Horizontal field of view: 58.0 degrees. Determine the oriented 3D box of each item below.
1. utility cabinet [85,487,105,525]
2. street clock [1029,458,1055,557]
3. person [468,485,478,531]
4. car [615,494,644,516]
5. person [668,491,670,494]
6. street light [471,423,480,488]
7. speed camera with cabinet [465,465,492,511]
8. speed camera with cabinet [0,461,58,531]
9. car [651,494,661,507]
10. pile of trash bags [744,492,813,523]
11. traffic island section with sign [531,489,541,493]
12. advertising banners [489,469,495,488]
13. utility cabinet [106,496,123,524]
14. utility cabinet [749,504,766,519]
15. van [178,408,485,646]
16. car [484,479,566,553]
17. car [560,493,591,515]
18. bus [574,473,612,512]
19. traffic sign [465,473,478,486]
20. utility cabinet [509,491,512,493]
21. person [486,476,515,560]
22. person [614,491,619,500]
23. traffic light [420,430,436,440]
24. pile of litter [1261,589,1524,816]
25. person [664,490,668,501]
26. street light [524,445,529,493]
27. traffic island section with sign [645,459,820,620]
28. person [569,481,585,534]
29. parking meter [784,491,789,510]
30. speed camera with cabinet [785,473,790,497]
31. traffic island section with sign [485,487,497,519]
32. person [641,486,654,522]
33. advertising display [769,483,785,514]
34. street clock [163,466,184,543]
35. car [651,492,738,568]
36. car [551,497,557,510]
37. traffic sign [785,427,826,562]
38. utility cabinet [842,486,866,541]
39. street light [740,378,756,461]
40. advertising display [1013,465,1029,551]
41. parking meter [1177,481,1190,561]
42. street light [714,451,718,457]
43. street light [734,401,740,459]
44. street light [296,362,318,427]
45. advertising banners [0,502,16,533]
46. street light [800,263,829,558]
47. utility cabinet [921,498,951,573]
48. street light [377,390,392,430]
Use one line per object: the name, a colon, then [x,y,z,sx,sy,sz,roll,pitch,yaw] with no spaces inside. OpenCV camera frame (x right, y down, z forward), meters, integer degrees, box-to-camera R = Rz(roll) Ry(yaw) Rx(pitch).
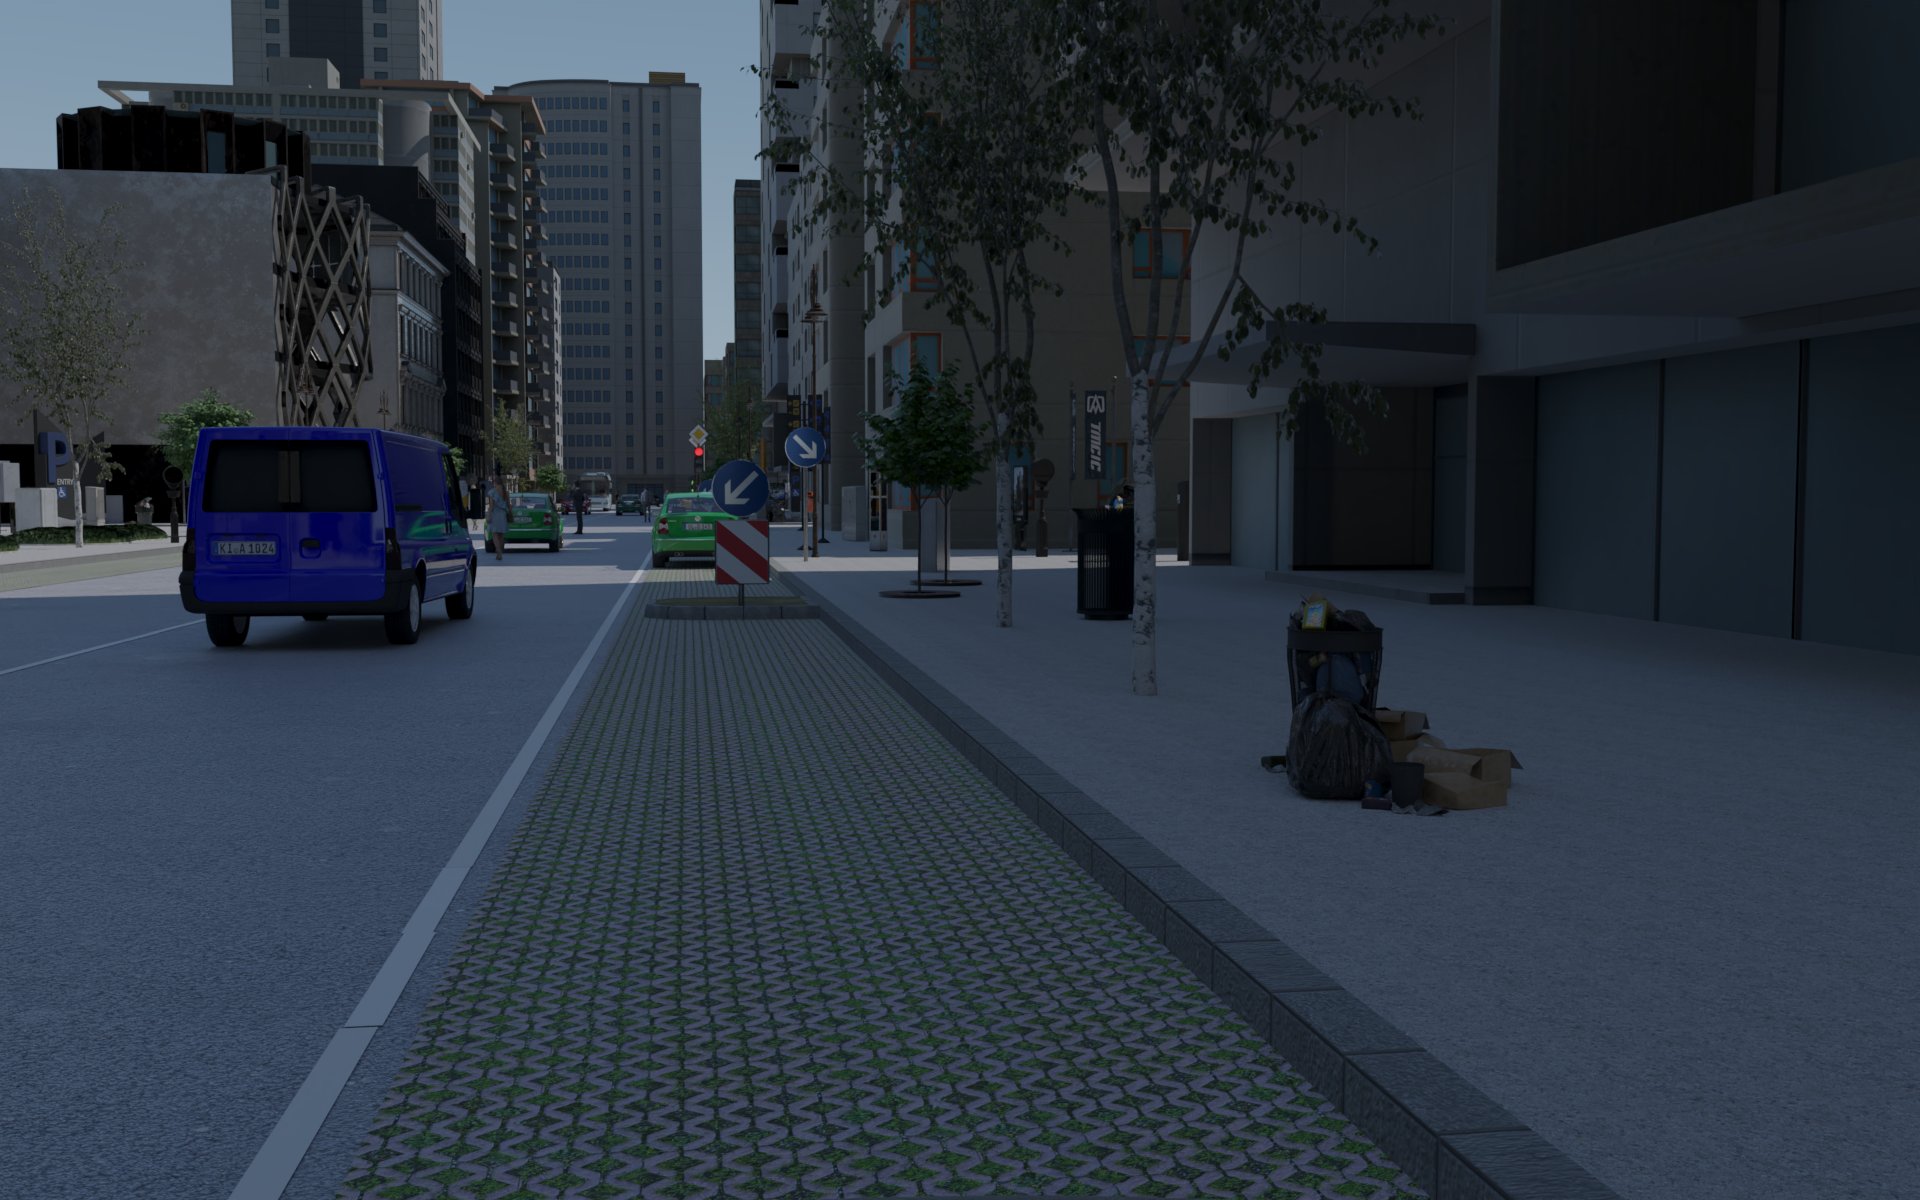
utility cabinet: [-26.238,-2.685,52.582,0.318,1.500,1.173,-1,4,-16]
street clock: [1.667,-1.875,35.234,0.471,2.002,0.358,-2,4,-24]
person: [-19.057,-3.621,68.060,0.694,1.780,0.624,2,4,29]
car: [-22.039,-6.371,115.956,2.131,1.459,4.920,0,4,-7]
person: [-35.536,-12.452,212.537,0.568,1.767,0.683,2,4,23]
street light: [-30.769,-8.397,110.071,0.468,5.910,1.993,-1,4,-9]
speed camera with cabinet: [-33.287,-7.670,119.747,2.038,3.252,0.660,2,4,29]
speed camera with cabinet: [-26.264,-3.311,48.466,2.038,3.252,0.660,1,4,20]
car: [-33.153,-10.788,186.173,2.009,1.686,4.222,-1,4,-10]
pile of trash bags: [-8.242,-4.178,78.064,3.447,1.369,1.912,0,4,-4]
traffic island section with sign: [-31.027,-7.236,126.940,1.989,1.847,2.006,-1,4,-9]
advertising banners: [-31.925,-7.545,119.548,0.090,3.025,2.074,0,4,2]
utility cabinet: [-36.983,-3.924,75.320,1.020,1.237,0.306,-2,4,-32]
utility cabinet: [-7.198,-3.229,61.470,0.318,1.500,1.173,1,4,9]
van: [-6.332,-0.835,18.042,2.240,2.365,5.245,0,4,-7]
car: [-11.004,-2.144,43.843,1.959,1.807,4.718,-1,4,-11]
car: [-26.482,-6.757,119.516,2.155,1.783,4.494,0,4,-7]
bus: [-30.396,-9.129,144.124,2.948,3.499,13.247,-1,4,-10]
traffic sign: [-29.870,-6.471,105.900,0.768,2.556,0.104,0,4,0]
utility cabinet: [-34.370,-7.453,130.530,1.173,1.500,0.318,1,4,18]
person: [-9.918,-1.763,37.411,0.616,1.811,0.778,-2,4,-25]
person: [-36.711,-10.754,185.144,0.721,1.723,1.217,-2,4,-33]
traffic light: [-23.289,-5.315,75.826,0.839,4.253,0.868,-1,4,-9]
pile of litter: [1.912,0.380,7.749,1.176,0.858,1.719,1,4,18]
person: [-24.987,-8.443,146.889,0.444,1.785,0.601,1,4,19]
street light: [-36.088,-10.471,143.996,0.468,5.910,1.993,-1,4,-9]
traffic island section with sign: [-2.721,-0.728,20.525,1.989,1.847,2.006,-1,4,-9]
person: [-13.615,-3.282,61.515,0.474,1.900,0.648,0,4,0]
parking meter: [-14.020,-8.055,140.109,0.372,1.533,0.369,0,3,0]
speed camera with cabinet: [-14.012,-9.209,144.897,0.660,3.252,2.038,3,5,39]
traffic island section with sign: [-26.843,-5.607,100.310,1.989,1.847,2.006,-1,4,-9]
person: [-15.881,-4.858,88.033,0.679,1.850,0.850,-1,4,-18]
advertising display: [-10.607,-5.818,100.336,0.974,1.923,0.123,0,4,3]
street clock: [-20.569,-2.492,45.320,0.471,2.002,0.358,-2,4,-32]
car: [-5.277,-1.602,34.983,1.959,1.807,4.718,0,4,-8]
car: [-24.874,-5.502,102.316,2.083,1.381,4.827,0,4,-8]
traffic sign: [-2.931,-2.004,32.872,0.768,2.556,0.104,0,4,-7]
utility cabinet: [-2.914,-2.364,47.326,0.318,1.500,1.173,-1,4,-23]
street light: [-8.389,-5.896,69.180,0.468,5.910,1.993,-1,4,-9]
advertising display: [1.370,-2.077,39.176,0.123,1.923,0.974,-1,4,-12]
parking meter: [4.355,-1.517,33.207,0.372,1.533,0.369,0,3,0]
street light: [-21.342,-10.953,151.862,0.468,5.910,1.993,-1,4,-9]
street light: [-10.821,-6.860,84.951,0.468,5.910,1.993,-1,4,-9]
street light: [-22.961,-5.392,60.944,0.468,5.910,1.993,-1,4,-9]
advertising banners: [-31.370,-3.666,56.124,2.074,3.025,0.090,-1,4,-15]
street light: [-2.932,-3.799,34.902,0.468,5.910,1.993,-1,4,-9]
utility cabinet: [-0.415,-1.076,28.754,0.306,1.237,1.020,1,4,12]
street light: [-25.430,-6.351,76.628,0.468,5.910,1.993,-1,4,-9]
